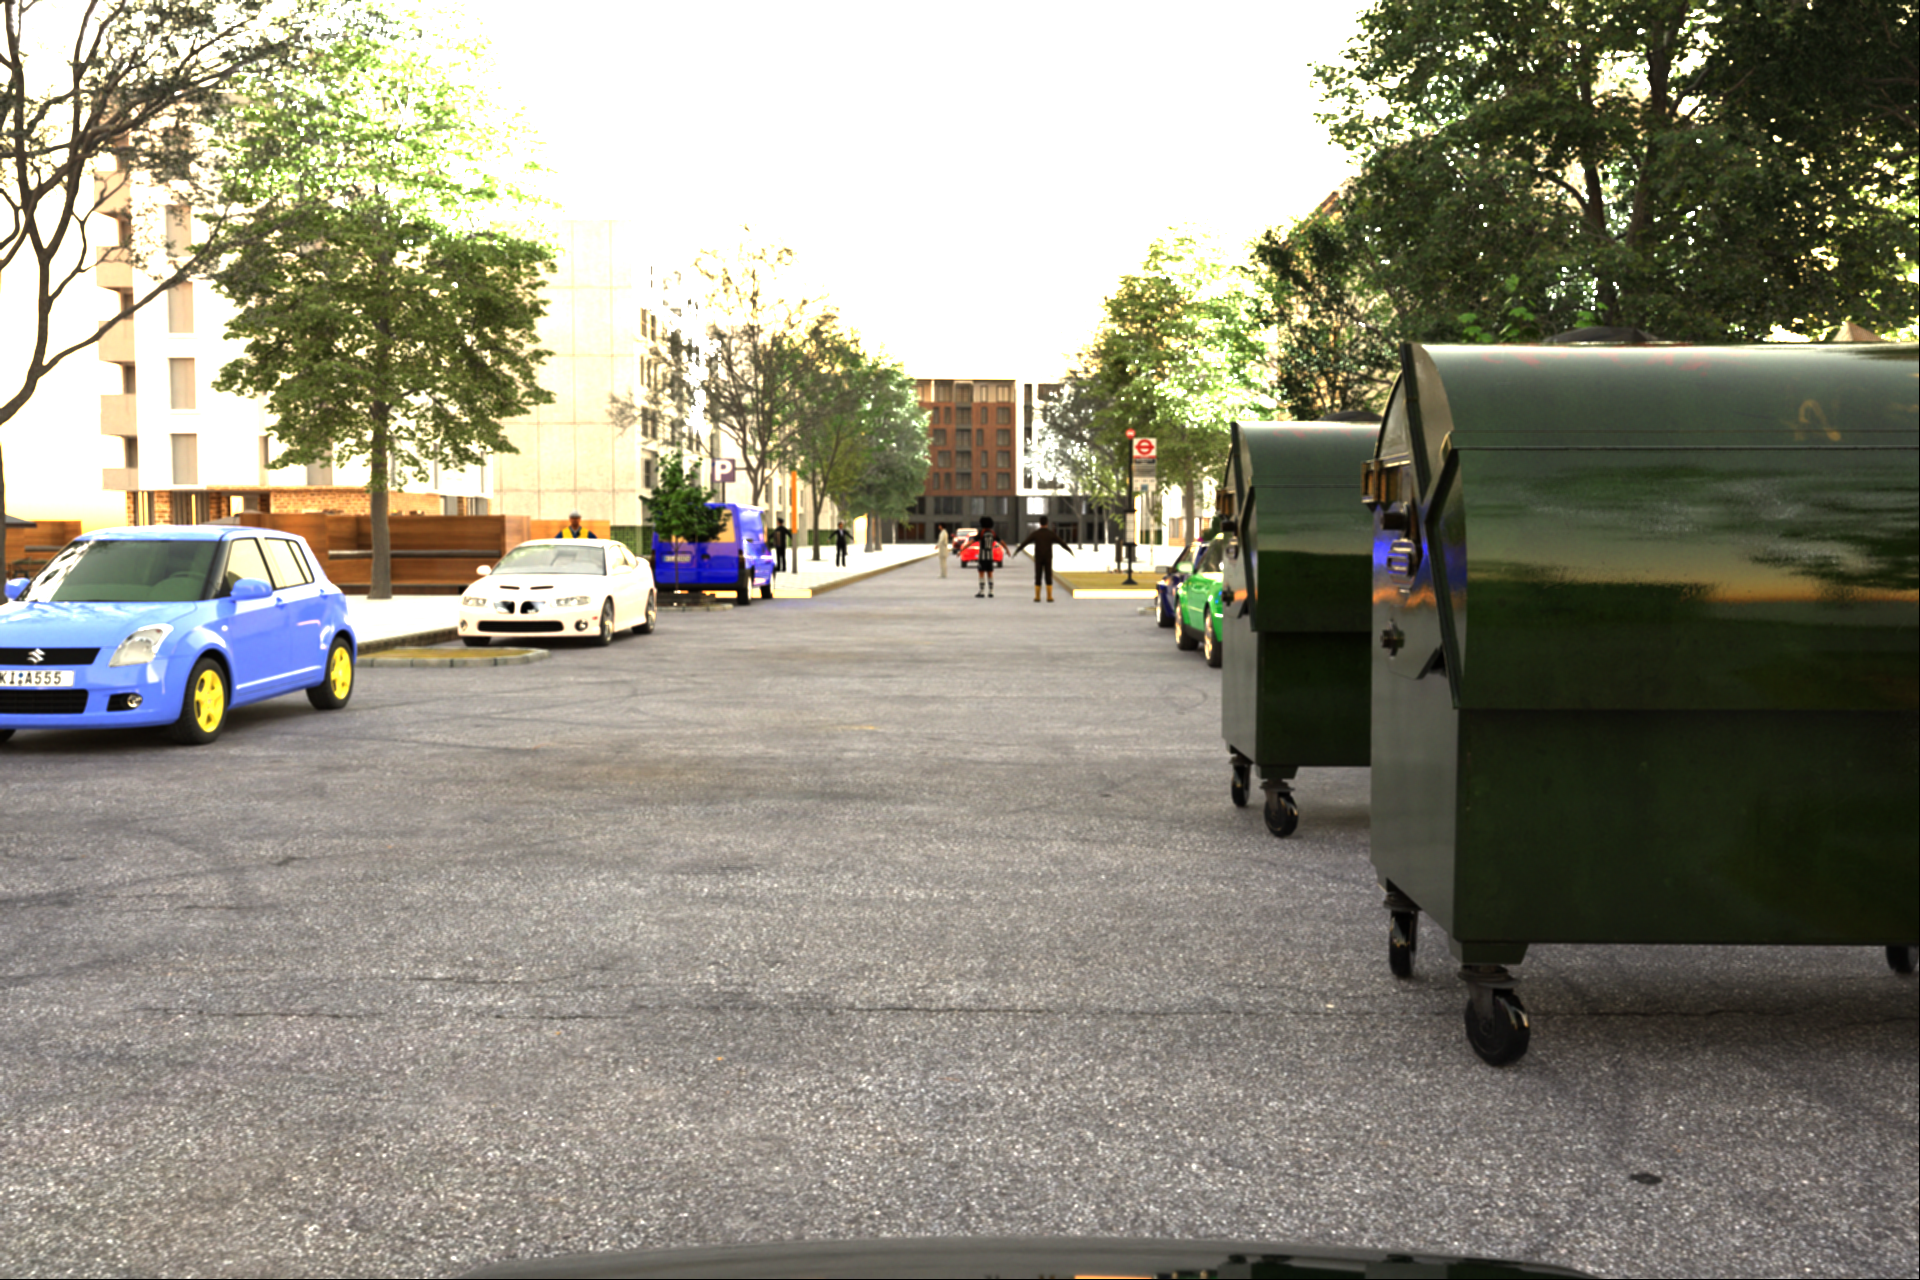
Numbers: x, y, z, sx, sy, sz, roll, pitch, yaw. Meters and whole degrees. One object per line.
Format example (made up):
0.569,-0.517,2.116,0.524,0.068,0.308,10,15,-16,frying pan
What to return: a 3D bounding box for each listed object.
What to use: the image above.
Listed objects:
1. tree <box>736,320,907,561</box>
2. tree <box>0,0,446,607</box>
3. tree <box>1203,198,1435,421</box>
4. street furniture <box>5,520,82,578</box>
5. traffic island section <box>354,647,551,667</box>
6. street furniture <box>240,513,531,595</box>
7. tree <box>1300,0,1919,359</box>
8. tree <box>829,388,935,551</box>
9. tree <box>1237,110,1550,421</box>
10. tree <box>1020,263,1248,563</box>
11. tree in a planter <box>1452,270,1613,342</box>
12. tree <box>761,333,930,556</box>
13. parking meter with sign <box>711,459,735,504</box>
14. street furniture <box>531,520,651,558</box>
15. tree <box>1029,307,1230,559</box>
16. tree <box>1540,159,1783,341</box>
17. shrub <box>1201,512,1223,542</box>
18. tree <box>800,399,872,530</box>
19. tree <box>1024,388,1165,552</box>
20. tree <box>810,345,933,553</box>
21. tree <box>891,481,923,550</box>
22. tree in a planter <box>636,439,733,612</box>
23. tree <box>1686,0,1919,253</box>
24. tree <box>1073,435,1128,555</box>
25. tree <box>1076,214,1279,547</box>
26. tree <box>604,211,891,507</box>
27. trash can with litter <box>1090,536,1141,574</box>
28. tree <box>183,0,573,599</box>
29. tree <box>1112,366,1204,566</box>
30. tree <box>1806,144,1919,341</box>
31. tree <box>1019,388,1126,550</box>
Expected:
-6.711,-9.579,82.364,9.928,11.665,9.643,0,3,0,tree
-11.244,-6.708,20.042,12.009,13.543,11.850,0,3,0,tree
11.072,-7.731,52.156,9.928,11.665,9.643,0,3,0,tree
-30.568,-2.803,52.679,9.812,1.723,11.010,3,5,42,street furniture
-5.751,0.198,19.623,1.991,0.108,1.994,0,4,2,traffic island section
-13.768,-2.078,40.830,11.010,1.723,9.812,0,4,4,street furniture
9.882,-7.277,25.638,9.857,13.997,8.962,0,3,0,tree
-6.249,-13.797,132.229,9.857,13.997,8.962,0,3,0,tree
10.040,-6.365,38.473,7.601,10.594,8.767,2,4,28,tree
7.854,-10.241,77.812,12.009,13.543,11.850,0,3,0,tree
3.793,-0.890,11.774,1.991,3.239,1.994,0,4,1,tree in a planter
-7.050,-11.804,103.365,12.009,13.543,11.850,0,3,0,tree
-5.413,-2.728,40.864,0.543,3.016,1.738,0,4,3,parking meter with sign
-12.963,-2.998,55.869,11.010,1.723,9.812,-3,5,-39,street furniture
8.650,-10.982,89.925,12.009,13.543,11.850,0,3,0,tree
22.181,-9.163,56.470,9.857,13.997,8.962,0,3,0,tree
6.999,-2.504,44.981,1.661,2.075,1.752,0,3,0,shrub
-6.472,-8.718,92.904,4.737,8.622,4.395,0,3,0,tree
9.738,-13.040,123.567,12.009,13.543,11.850,0,3,0,tree
-6.265,-12.974,118.779,9.857,13.997,8.962,0,3,0,tree
-5.271,-11.638,140.637,4.737,8.622,4.395,0,3,0,tree
-5.381,-2.177,32.810,1.991,3.239,1.994,0,4,2,tree in a planter
9.552,-4.867,13.984,7.601,10.594,8.767,0,4,-7,tree
9.072,-9.634,107.875,4.737,8.622,4.395,0,3,0,tree
7.918,-8.817,62.287,7.486,12.596,7.792,0,3,0,tree
-7.750,-9.488,65.497,12.009,13.543,11.850,0,3,0,tree
5.156,-2.814,57.068,1.678,1.210,2.233,0,4,1,trash can with litter
-11.392,-7.103,34.265,7.486,12.596,7.792,0,3,0,tree
7.962,-7.284,69.453,4.737,8.622,4.395,0,3,0,tree
25.255,-7.727,44.459,7.486,12.596,7.792,0,3,0,tree
9.619,-14.005,139.356,12.009,13.543,11.850,0,3,0,tree
